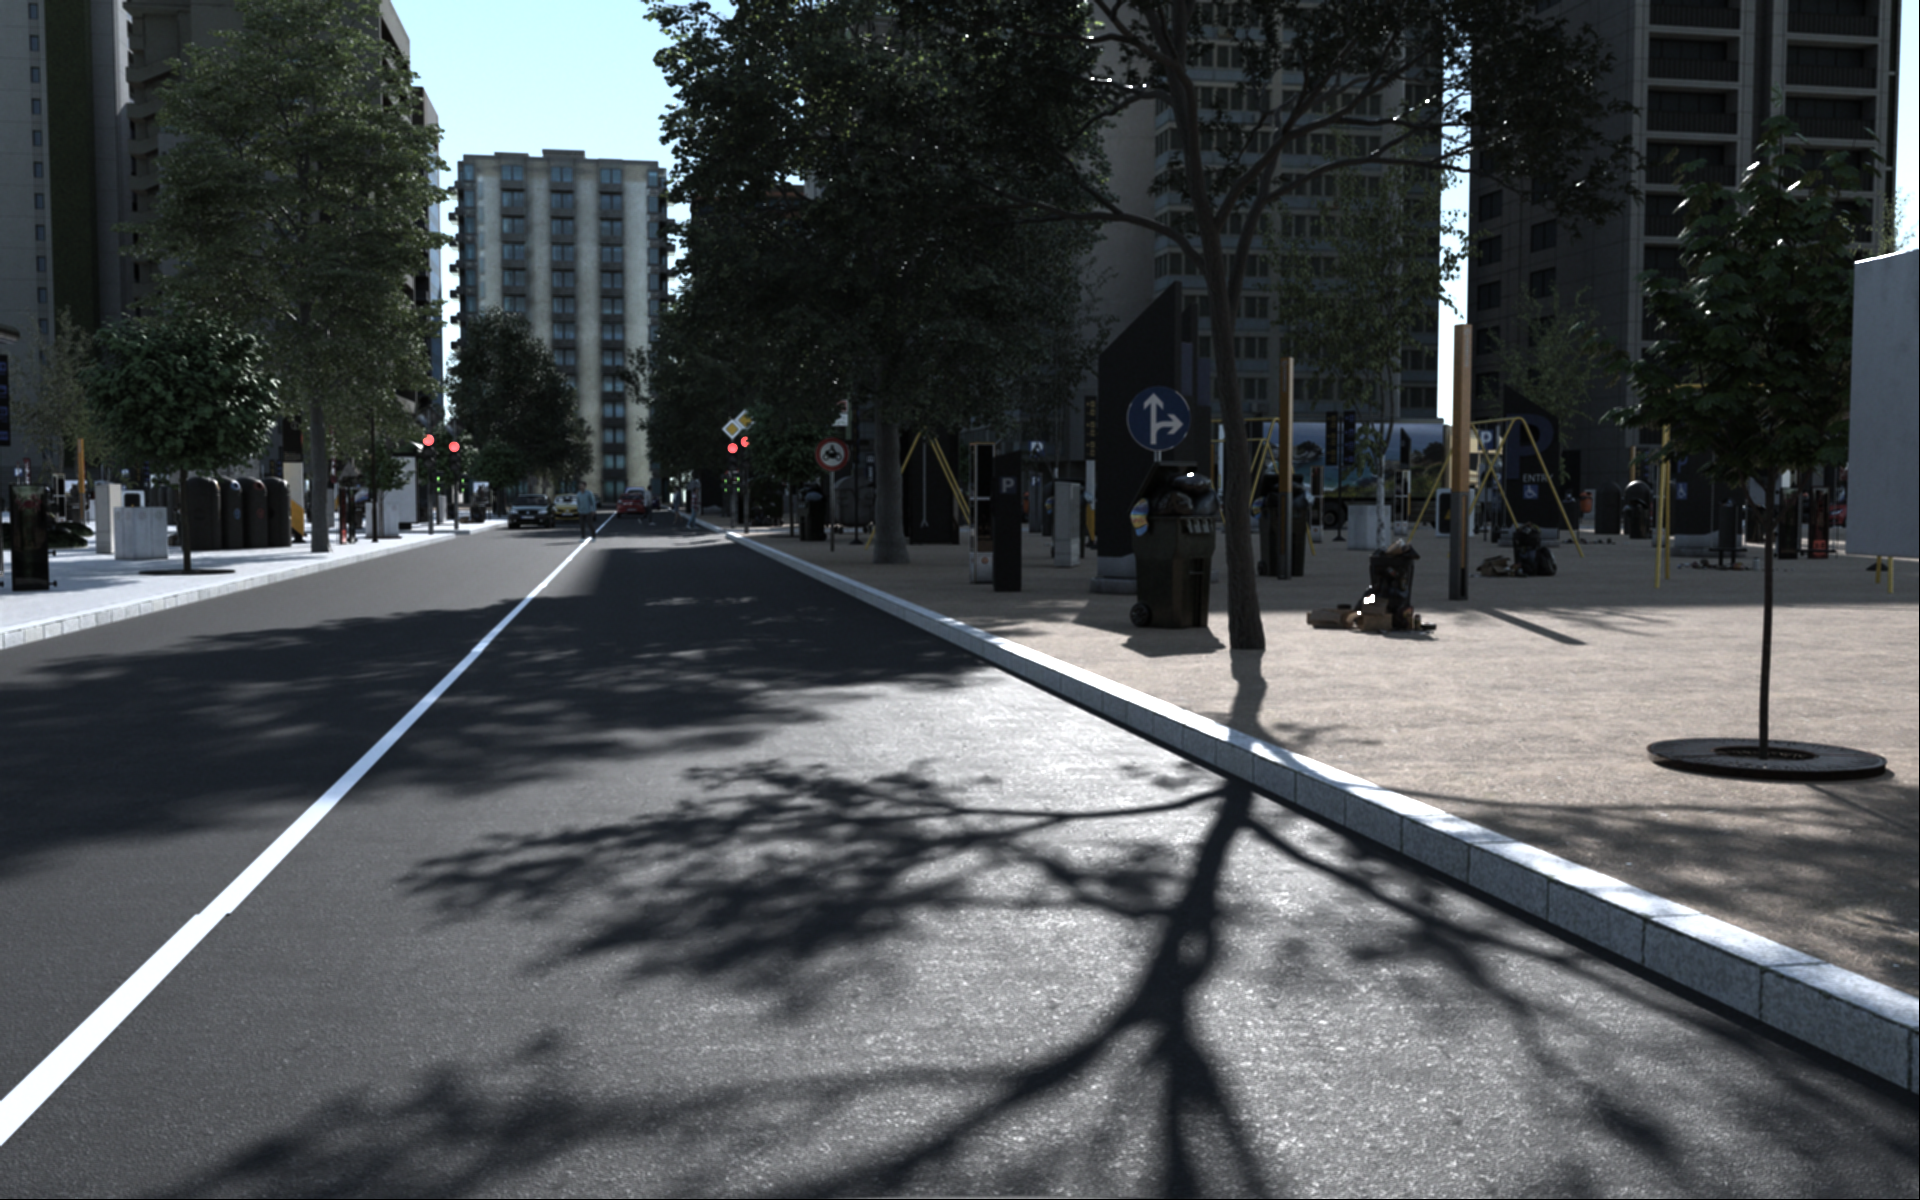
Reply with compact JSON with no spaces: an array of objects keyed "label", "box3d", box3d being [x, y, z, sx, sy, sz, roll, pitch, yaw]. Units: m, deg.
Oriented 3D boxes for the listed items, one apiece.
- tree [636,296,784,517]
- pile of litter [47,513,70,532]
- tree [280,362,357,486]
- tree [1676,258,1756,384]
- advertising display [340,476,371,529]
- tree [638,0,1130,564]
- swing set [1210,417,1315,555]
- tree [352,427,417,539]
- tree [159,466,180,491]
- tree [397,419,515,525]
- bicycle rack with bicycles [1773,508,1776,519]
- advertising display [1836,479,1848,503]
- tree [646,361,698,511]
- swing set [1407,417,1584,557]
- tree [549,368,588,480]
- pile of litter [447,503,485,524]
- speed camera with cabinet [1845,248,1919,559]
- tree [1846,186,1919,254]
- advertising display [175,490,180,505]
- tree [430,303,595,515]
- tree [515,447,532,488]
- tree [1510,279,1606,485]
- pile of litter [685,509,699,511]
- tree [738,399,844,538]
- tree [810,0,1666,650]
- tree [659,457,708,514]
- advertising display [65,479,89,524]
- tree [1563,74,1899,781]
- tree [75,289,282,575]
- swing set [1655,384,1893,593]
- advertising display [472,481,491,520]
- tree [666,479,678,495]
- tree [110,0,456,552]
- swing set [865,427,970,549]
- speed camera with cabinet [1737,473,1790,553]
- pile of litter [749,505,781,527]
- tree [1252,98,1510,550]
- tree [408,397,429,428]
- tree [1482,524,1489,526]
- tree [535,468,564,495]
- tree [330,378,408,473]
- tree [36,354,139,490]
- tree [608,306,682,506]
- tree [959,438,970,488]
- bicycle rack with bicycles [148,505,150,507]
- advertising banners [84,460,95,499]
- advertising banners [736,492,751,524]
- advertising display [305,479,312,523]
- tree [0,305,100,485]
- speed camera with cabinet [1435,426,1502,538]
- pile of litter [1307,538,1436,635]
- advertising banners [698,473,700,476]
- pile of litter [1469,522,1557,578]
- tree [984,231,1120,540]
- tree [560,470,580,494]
[{"label":"tree","box3d":[-13.155,-10.977,96.484,9.611,12.733,9.660,0,3,0]},{"label":"pile of litter","box3d":[-23.316,-1.840,44.041,1.719,0.858,1.176,-2,4,-25]},{"label":"tree","box3d":[-36.335,-9.003,97.556,4.737,8.622,4.395,0,3,0]},{"label":"tree","box3d":[22.430,-6.088,49.909,4.737,8.622,4.395,0,3,0]},{"label":"advertising display","box3d":[-22.073,-3.556,63.358,0.974,1.923,0.123,0,4,-3]},{"label":"tree","box3d":[-1.268,-7.637,31.524,9.857,13.997,8.962,0,3,0]},{"label":"swing set","box3d":[5.536,-2.361,36.220,2.862,2.851,3.119,-3,5,-44]},{"label":"tree","box3d":[-16.599,-3.374,49.764,1.663,3.219,1.824,0,3,0]},{"label":"tree","box3d":[-22.040,-3.382,49.901,1.663,3.219,1.824,0,3,0]},{"label":"tree","box3d":[-21.527,-5.373,71.564,4.285,4.588,4.351,0,3,0]},{"label":"bicycle rack with bicycles","box3d":[40.774,-4.329,84.166,2.925,0.926,2.852,-2,4,-23]},{"label":"advertising display","box3d":[37.076,-4.135,72.821,0.123,1.923,0.974,0,4,6]},{"label":"tree","box3d":[-19.355,-12.874,128.619,7.486,12.596,7.792,0,3,0]},{"label":"swing set","box3d":[11.174,-2.383,36.587,2.862,2.851,3.119,0,4,-4]},{"label":"tree","box3d":[-36.542,-14.313,152.146,7.486,12.596,7.792,0,3,0]},{"label":"pile of litter","box3d":[-21.558,-3.800,76.097,1.176,0.858,1.719,2,4,23]},{"label":"speed camera with cabinet","box3d":[4.369,-0.733,6.321,2.038,3.252,0.660,0,4,-5]},{"label":"tree","box3d":[22.694,-5.560,41.275,4.360,8.622,3.978,0,3,0]},{"label":"advertising display","box3d":[-24.196,-2.989,54.078,0.123,1.923,0.974,0,4,3]},{"label":"tree","box3d":[-27.540,-11.439,104.043,9.611,12.733,9.660,0,3,0]},{"label":"tree","box3d":[-24.865,-6.722,93.626,4.285,4.588,4.351,0,3,0]},{"label":"tree","box3d":[19.911,-6.624,58.666,4.737,8.622,4.395,0,3,0]},{"label":"pile of litter","box3d":[-20.438,-7.265,132.753,1.176,0.858,1.719,-1,4,-20]},{"label":"tree","box3d":[-4.985,-4.162,51.767,4.285,4.588,4.351,0,3,0]},{"label":"tree","box3d":[2.197,-4.891,14.382,8.767,10.594,7.601,-3,4,-38]},{"label":"tree","box3d":[-16.800,-9.879,111.880,4.737,8.622,4.395,0,3,0]},{"label":"advertising display","box3d":[-38.105,-4.250,74.705,0.974,1.923,0.123,-1,4,-15]},{"label":"tree","box3d":[3.688,-0.828,8.147,1.663,3.219,1.824,0,3,0]},{"label":"tree","box3d":[-12.563,-2.713,28.072,4.285,4.588,4.351,0,3,0]},{"label":"swing set","box3d":[11.280,-1.632,24.306,3.119,2.851,2.862,2,4,25]},{"label":"advertising display","box3d":[-23.907,-4.978,86.596,0.974,1.923,0.123,1,4,17]},{"label":"tree","box3d":[-33.541,-12.730,202.734,1.663,3.219,1.824,0,3,0]},{"label":"tree","box3d":[-14.385,-7.309,37.624,7.486,12.596,7.792,0,3,0]},{"label":"swing set","box3d":[-0.856,-2.690,41.598,2.862,2.851,3.119,0,4,-3]},{"label":"speed camera with cabinet","box3d":[17.006,-2.665,37.902,2.038,3.252,0.660,3,5,43]},{"label":"pile of litter","box3d":[-7.871,-3.341,68.596,1.719,0.858,1.176,2,4,35]},{"label":"tree","box3d":[7.514,-4.978,31.755,4.737,8.622,4.395,0,3,0]},{"label":"tree","box3d":[-41.507,-11.003,130.264,4.360,8.622,3.978,0,3,0]},{"label":"tree","box3d":[21.176,-4.657,70.737,1.663,3.219,1.824,0,3,0]},{"label":"tree","box3d":[-34.439,-11.824,143.678,4.737,8.622,4.395,0,3,0]},{"label":"tree","box3d":[-37.337,-9.577,106.939,4.360,8.622,3.978,0,3,0]},{"label":"tree","box3d":[-46.669,-8.671,92.135,4.737,8.622,4.395,0,3,0]},{"label":"tree","box3d":[-29.524,-19.629,176.817,12.611,20.169,13.585,0,3,0]},{"label":"tree","box3d":[-0.895,-6.874,96.099,4.285,4.588,4.351,0,3,0]},{"label":"bicycle rack with bicycles","box3d":[-57.408,-6.773,124.128,2.852,0.926,2.925,-3,5,-43]},{"label":"advertising banners","box3d":[-44.214,-5.641,88.418,0.090,3.025,2.074,1,4,14]},{"label":"advertising banners","box3d":[-8.761,-4.828,75.119,2.074,3.025,0.090,-2,4,-32]},{"label":"advertising display","box3d":[-28.871,-4.376,76.766,0.123,1.923,0.974,-2,4,-32]},{"label":"tree","box3d":[-34.937,-7.104,66.513,4.360,8.622,3.978,0,3,0]},{"label":"speed camera with cabinet","box3d":[14.937,-3.437,50.533,0.660,3.252,2.038,-3,5,-45]},{"label":"pile of litter","box3d":[3.941,-0.164,16.644,1.176,0.858,1.719,0,4,3]},{"label":"advertising banners","box3d":[-20.054,-8.740,139.079,2.074,3.025,0.090,-1,4,-19]},{"label":"pile of litter","box3d":[8.654,-0.809,27.187,1.719,0.858,1.176,-2,4,-24]},{"label":"tree","box3d":[2.454,-5.996,48.403,4.360,8.622,3.978,0,3,0]},{"label":"tree","box3d":[-45.755,-15.422,202.504,4.360,8.622,3.978,0,3,0]}]
